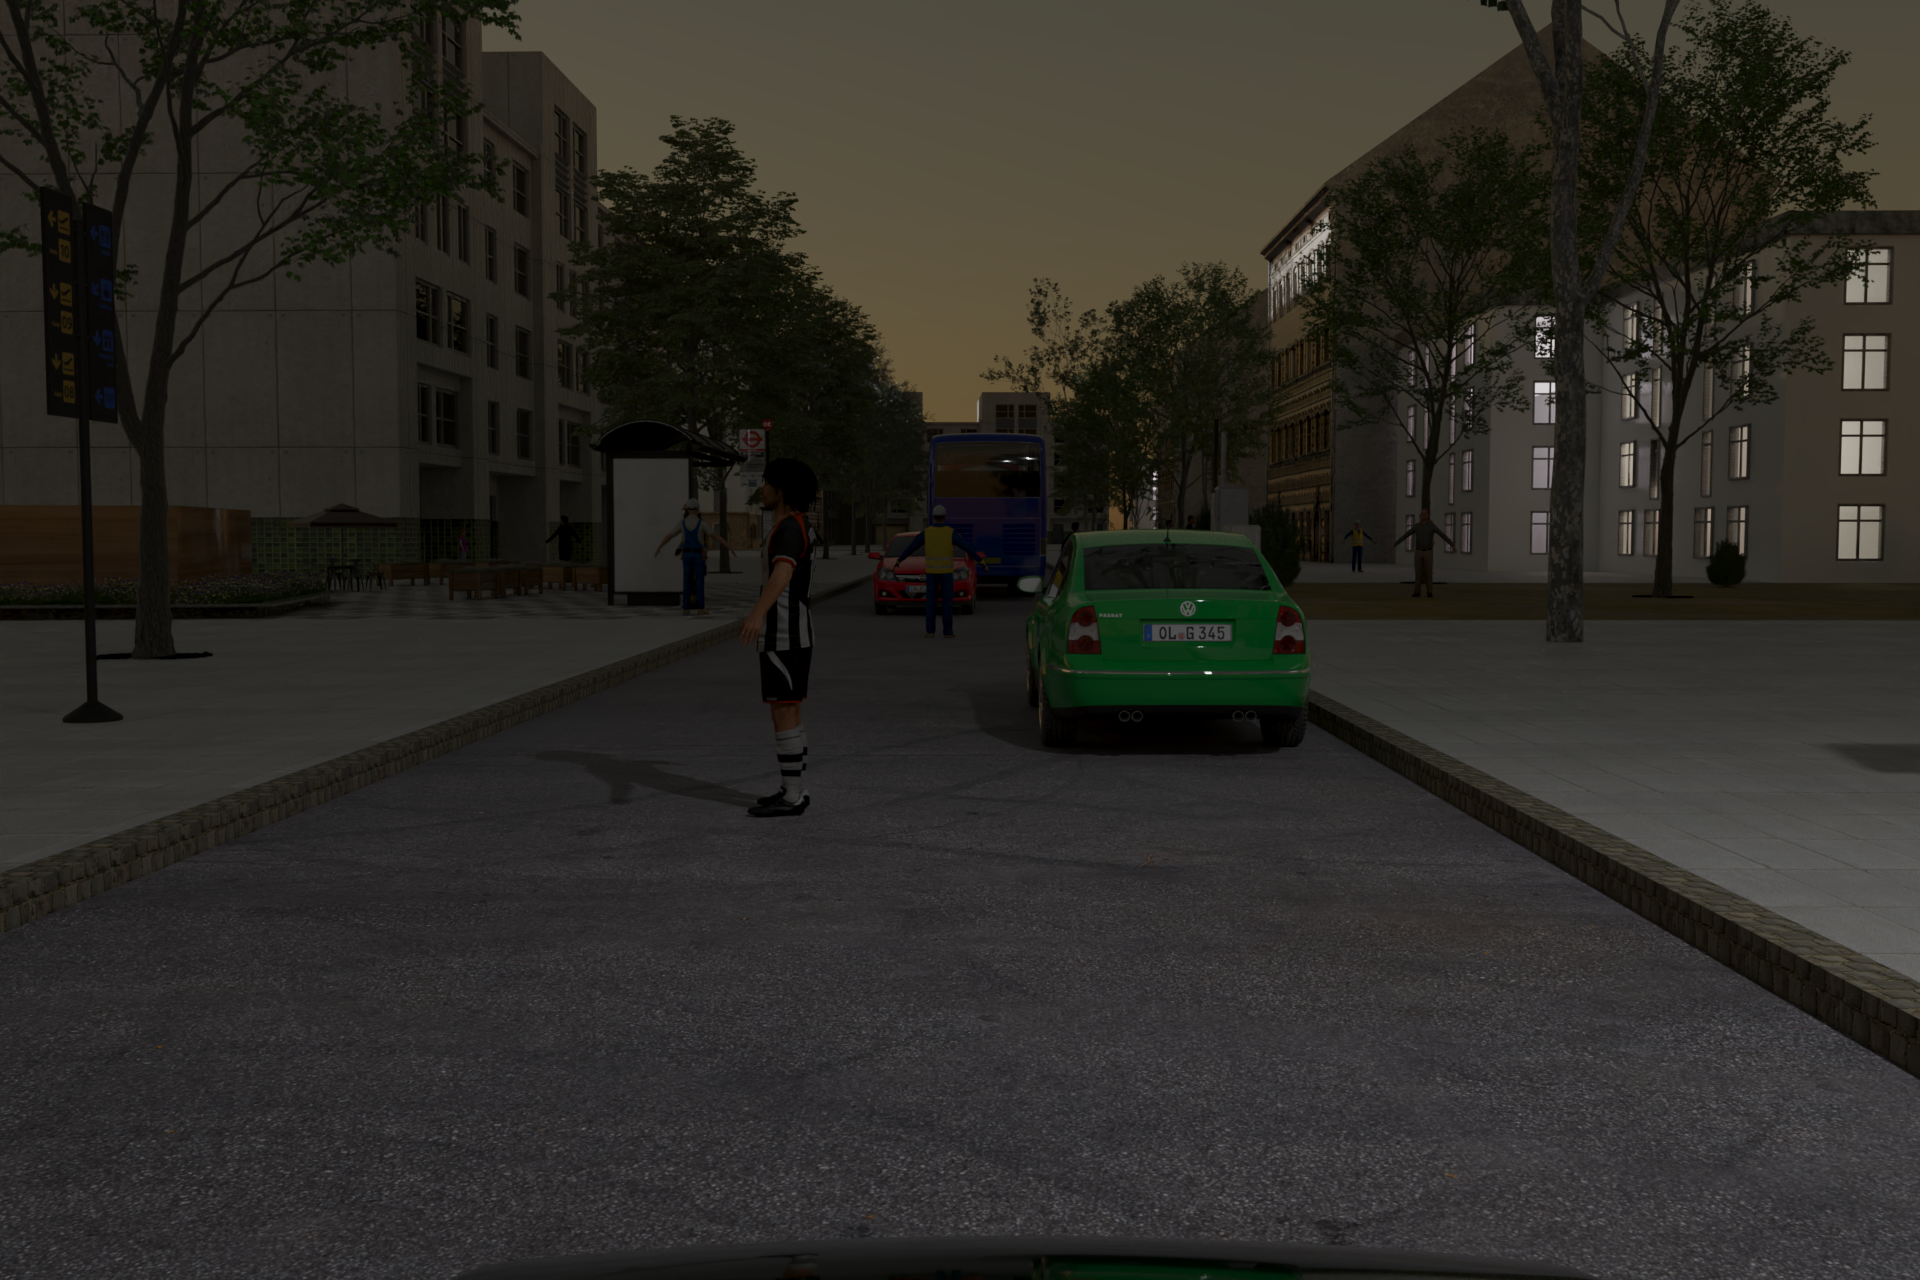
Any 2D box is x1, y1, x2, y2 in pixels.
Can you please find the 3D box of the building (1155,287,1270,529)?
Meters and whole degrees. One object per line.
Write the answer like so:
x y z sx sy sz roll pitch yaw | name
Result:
27.813 -19.885 156.051 19.493 23.208 18.063 0 4 1 | building

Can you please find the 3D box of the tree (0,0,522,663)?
-8.345 -5.604 17.385 9.928 11.665 9.643 0 3 0 | tree

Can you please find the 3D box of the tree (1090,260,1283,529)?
8.503 -8.557 65.663 9.928 11.665 9.643 0 3 0 | tree

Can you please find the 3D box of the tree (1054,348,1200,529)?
9.168 -10.290 93.994 9.928 11.665 9.643 0 3 0 | tree

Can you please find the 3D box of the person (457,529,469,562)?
-14.622 -2.564 51.184 0.599 1.433 0.991 0 4 -8 | person

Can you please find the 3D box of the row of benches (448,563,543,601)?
-9.442 -1.213 35.298 1.422 0.672 4.104 0 4 4 | row of benches

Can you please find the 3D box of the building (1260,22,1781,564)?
25.592 -15.453 83.579 19.493 23.208 18.063 0 4 1 | building

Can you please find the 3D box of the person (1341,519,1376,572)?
13.366 -3.160 58.133 1.216 1.772 0.721 -1 4 -11 | person

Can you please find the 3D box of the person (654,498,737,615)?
-4.237 -1.330 27.601 1.347 1.847 0.705 0 4 7 | person

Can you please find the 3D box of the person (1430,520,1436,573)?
15.479 -3.052 56.696 0.721 1.733 1.217 1 4 14 | person

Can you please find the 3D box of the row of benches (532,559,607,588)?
-8.347 -1.630 42.108 4.104 0.672 1.422 -1 4 -12 | row of benches

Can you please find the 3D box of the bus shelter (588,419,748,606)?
-5.480 -2.411 33.340 2.014 3.302 5.546 0 4 1 | bus shelter

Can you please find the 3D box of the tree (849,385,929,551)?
-5.294 -12.884 128.774 7.486 12.596 7.792 0 3 0 | tree

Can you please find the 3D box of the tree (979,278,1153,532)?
8.097 -16.715 129.172 12.611 20.169 13.585 0 3 0 | tree

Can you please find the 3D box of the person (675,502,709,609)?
-4.587 -1.457 29.586 0.705 1.858 1.354 -2 4 -24 | person

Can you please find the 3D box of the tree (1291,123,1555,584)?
12.106 -7.251 44.312 9.928 11.665 9.643 0 3 0 | tree

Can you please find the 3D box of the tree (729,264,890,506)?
-6.432 -9.499 73.435 7.486 12.596 7.792 0 3 0 | tree

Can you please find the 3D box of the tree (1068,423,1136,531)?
8.327 -9.668 108.440 4.360 8.622 3.978 0 3 0 | tree

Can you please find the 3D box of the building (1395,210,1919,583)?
22.558 -7.156 59.144 9.099 9.664 28.070 0 4 1 | building

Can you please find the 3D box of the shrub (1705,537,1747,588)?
18.413 -1.865 41.614 1.383 1.207 1.383 0 3 0 | shrub

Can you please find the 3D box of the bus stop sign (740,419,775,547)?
-4.676 -3.152 40.234 0.855 3.939 0.416 0 4 1 | bus stop sign

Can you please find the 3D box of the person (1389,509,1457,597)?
9.445 -1.774 35.278 1.348 1.796 0.705 2 4 25 | person

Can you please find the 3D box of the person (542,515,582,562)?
-11.173 -2.610 48.863 0.705 1.806 1.347 3 5 40 | person

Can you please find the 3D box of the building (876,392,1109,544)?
2.508 -21.607 222.190 31.486 18.905 16.747 0 4 -1 | building

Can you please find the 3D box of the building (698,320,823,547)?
-23.787 -20.785 170.763 19.493 23.208 18.063 0 4 2 | building

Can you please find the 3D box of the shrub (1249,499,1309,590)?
6.951 -2.133 38.918 1.661 2.075 1.752 0 3 0 | shrub

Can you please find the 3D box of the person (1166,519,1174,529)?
6.629 -2.893 54.023 0.721 1.740 1.216 1 4 16 | person

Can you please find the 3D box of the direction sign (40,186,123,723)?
-5.965 -1.212 11.809 0.379 3.537 0.876 0 4 1 | direction sign

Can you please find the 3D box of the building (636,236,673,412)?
-25.896 -15.821 89.594 19.493 23.208 18.063 0 4 2 | building

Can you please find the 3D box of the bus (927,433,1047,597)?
0.551 -3.118 42.528 2.896 3.916 12.251 0 4 0 | bus

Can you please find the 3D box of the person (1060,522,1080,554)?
3.013 -2.143 44.213 1.216 1.740 0.721 3 5 44 | person

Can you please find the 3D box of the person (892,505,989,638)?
-0.281 -0.952 23.998 1.349 1.833 0.705 0 4 5 | person

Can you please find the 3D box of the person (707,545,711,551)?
-6.208 -2.053 39.753 1.347 1.806 0.705 3 5 44 | person

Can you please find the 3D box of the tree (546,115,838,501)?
-7.220 -7.891 47.150 7.486 12.596 7.792 0 3 0 | tree

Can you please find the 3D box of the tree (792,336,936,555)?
-6.358 -11.896 104.874 12.009 13.543 11.850 0 3 0 | tree

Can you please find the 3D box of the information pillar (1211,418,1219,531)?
5.181 -2.686 35.278 0.183 3.616 0.504 0 4 1 | information pillar

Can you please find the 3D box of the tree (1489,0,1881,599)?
14.239 -6.644 34.392 9.928 11.665 9.643 0 3 0 | tree

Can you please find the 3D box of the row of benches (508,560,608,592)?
-9.035 -1.473 39.539 4.104 0.672 1.422 3 5 45 | row of benches

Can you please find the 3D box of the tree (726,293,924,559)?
-6.666 -10.842 87.639 12.009 13.543 11.850 0 3 0 | tree

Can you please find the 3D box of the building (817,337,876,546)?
-24.359 -21.559 196.463 27.936 21.610 32.646 0 4 0 | building

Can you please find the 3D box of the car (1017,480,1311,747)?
1.427 -0.259 13.034 1.959 1.807 4.718 0 4 0 | car

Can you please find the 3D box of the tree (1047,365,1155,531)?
9.359 -12.111 116.134 7.486 12.596 7.792 0 3 0 | tree

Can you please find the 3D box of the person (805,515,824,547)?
-4.302 -2.568 47.923 1.347 1.837 0.705 -2 4 -34 | person

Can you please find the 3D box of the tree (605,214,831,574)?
-7.819 -7.981 56.243 9.928 11.665 9.643 0 3 0 | tree

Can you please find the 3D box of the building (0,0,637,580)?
-23.646 -12.086 64.070 16.747 18.905 31.486 0 4 2 | building

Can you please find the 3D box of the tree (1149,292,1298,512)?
7.796 -6.271 52.900 4.737 8.622 4.395 0 3 0 | tree

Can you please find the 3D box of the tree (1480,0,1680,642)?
6.076 -9.987 19.179 12.611 20.169 13.585 0 3 0 | tree

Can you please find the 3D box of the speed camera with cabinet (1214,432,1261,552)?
5.280 -2.359 32.904 0.660 3.252 2.038 0 4 1 | speed camera with cabinet

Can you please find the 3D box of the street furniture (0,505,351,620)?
-13.673 -1.283 27.838 11.010 1.723 9.812 -1 4 -10 | street furniture

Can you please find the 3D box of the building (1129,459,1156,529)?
24.420 -15.332 192.822 9.099 9.664 28.070 0 4 1 | building

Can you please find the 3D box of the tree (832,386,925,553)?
-6.141 -11.750 117.870 9.928 11.665 9.643 0 3 0 | tree

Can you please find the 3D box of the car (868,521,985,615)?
-0.605 -1.414 32.165 2.155 1.783 4.494 0 4 1 | car

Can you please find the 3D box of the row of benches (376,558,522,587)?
-12.874 -1.749 44.062 1.422 0.672 4.104 3 4 38 | row of benches

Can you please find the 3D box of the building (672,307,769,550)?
-22.245 -17.519 142.849 16.016 20.090 11.380 0 4 0 | building

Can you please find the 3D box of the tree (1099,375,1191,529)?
8.324 -7.952 80.373 4.737 8.622 4.395 0 3 0 | tree

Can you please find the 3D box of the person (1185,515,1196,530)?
6.361 -2.528 47.554 0.704 1.802 1.346 0 4 7 | person

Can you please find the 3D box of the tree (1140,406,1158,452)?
27.370 -22.526 224.184 12.611 20.169 13.585 0 3 0 | tree

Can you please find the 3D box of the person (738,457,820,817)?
-0.919 -0.018 8.894 0.704 1.843 1.345 0 4 2 | person
